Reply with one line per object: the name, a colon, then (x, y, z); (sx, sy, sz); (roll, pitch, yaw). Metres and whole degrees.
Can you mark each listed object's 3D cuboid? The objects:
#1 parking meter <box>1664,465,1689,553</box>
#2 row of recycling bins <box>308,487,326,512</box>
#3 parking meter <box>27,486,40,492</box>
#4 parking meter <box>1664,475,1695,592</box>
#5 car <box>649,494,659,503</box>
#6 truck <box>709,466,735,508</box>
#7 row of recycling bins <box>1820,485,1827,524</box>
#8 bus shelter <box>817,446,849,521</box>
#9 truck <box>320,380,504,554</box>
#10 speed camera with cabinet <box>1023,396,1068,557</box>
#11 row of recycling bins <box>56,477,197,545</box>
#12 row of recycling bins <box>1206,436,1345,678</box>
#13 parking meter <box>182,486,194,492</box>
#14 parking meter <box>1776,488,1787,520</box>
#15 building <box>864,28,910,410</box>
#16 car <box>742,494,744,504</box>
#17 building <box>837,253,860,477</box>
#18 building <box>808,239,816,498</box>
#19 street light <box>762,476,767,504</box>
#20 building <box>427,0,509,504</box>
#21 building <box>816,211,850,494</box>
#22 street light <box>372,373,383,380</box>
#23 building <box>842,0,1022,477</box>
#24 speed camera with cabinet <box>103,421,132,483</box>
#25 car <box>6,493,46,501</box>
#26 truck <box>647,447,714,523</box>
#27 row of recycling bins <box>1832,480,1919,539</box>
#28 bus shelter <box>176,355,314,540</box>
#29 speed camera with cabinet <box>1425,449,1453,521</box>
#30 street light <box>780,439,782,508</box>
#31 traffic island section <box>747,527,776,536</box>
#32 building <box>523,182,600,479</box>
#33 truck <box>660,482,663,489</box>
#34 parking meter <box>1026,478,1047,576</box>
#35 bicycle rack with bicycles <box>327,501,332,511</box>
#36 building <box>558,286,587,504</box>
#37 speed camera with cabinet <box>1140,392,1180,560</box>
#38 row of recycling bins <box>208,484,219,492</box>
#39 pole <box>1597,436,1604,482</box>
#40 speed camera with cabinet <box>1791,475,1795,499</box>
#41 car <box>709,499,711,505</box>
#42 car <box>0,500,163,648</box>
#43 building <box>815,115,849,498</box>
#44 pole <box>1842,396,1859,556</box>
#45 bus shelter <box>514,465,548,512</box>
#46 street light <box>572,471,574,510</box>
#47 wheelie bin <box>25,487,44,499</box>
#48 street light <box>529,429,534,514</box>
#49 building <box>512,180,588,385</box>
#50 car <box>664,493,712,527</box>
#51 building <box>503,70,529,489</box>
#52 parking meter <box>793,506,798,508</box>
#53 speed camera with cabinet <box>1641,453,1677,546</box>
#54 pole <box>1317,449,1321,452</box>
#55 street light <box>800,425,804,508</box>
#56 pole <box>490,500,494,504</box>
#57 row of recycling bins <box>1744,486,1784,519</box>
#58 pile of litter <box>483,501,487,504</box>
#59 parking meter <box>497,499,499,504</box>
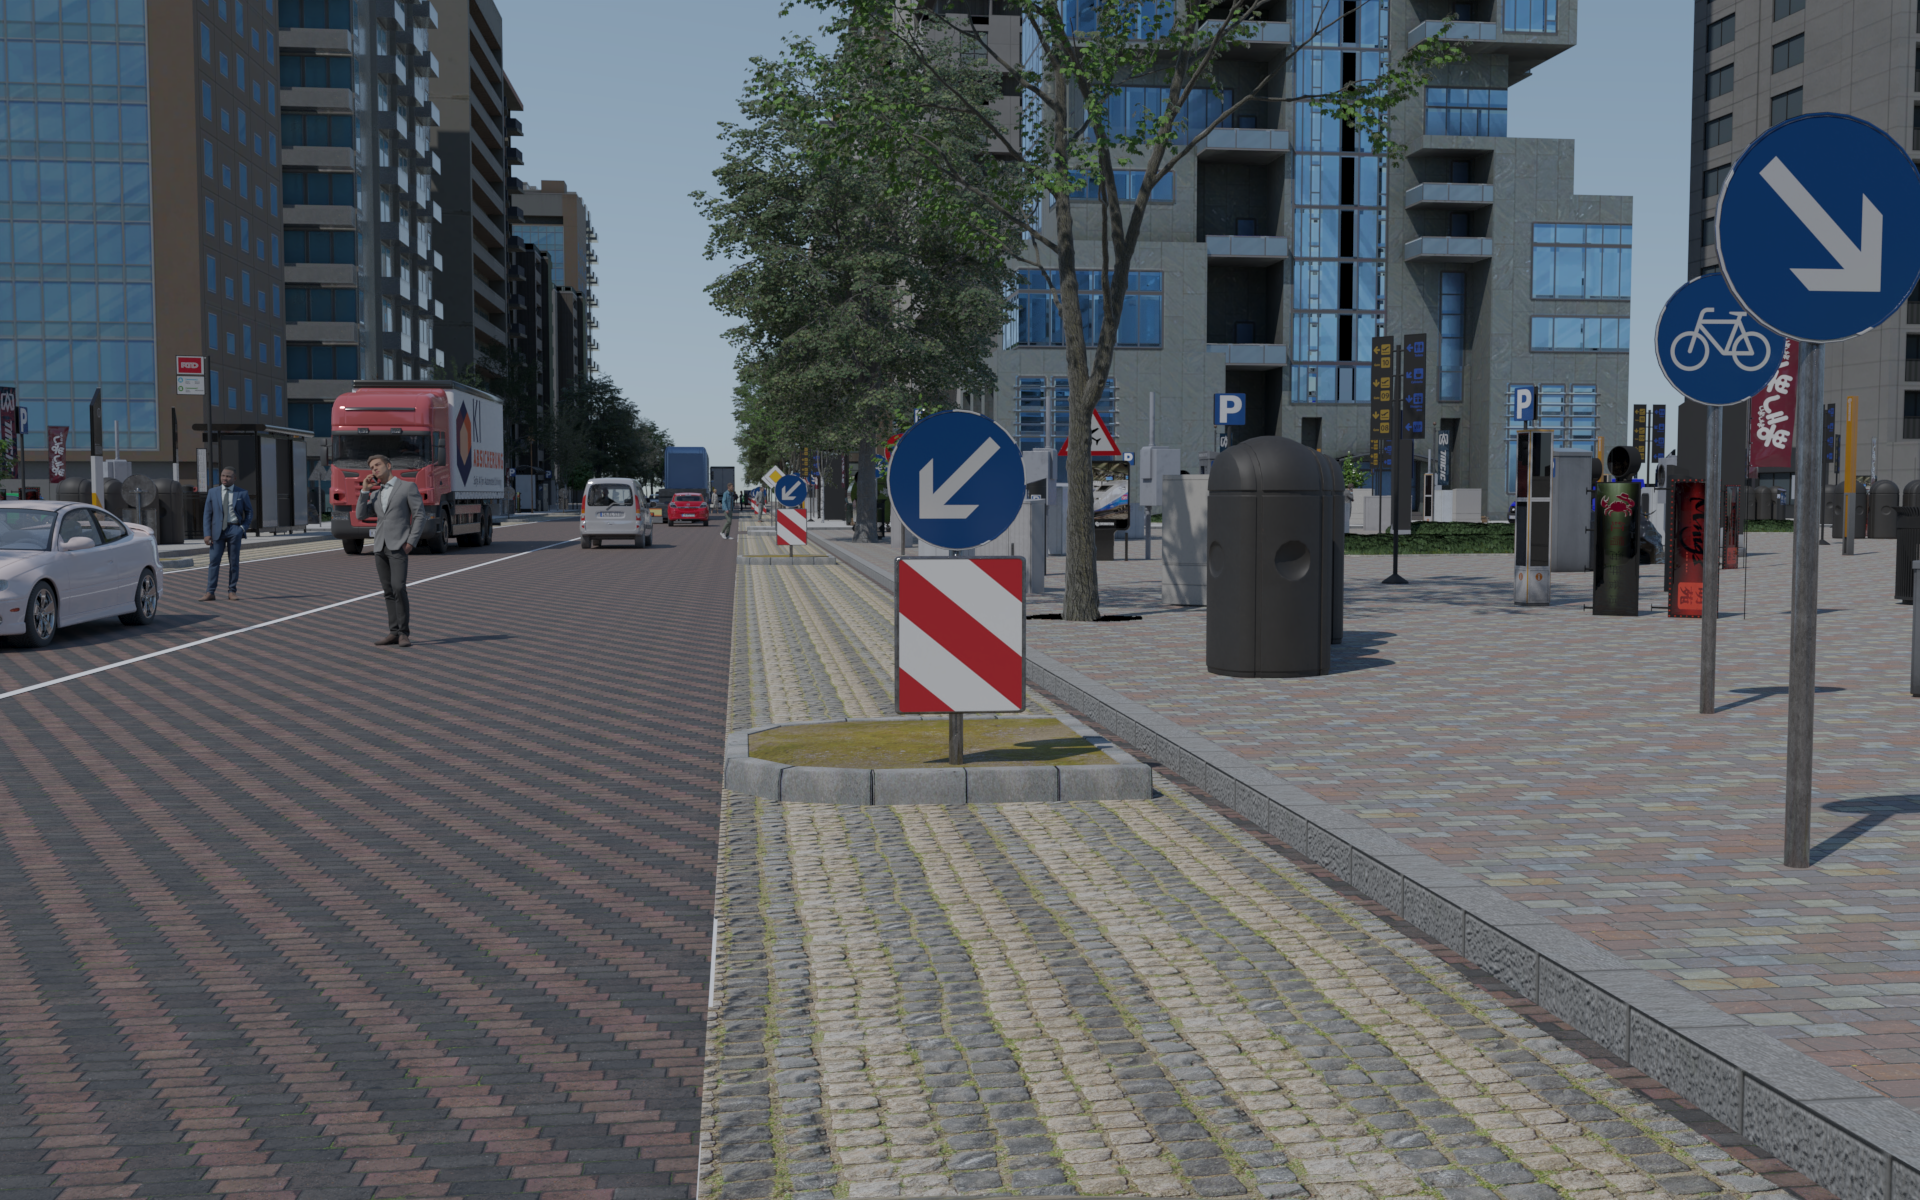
parking meter: (14.234, -1.752, 34.364); (0.399, 1.863, 0.255); (0, 4, -8)
row of recycling bins: (-38.035, -5.712, 100.504); (3.534, 1.692, 1.069); (3, 4, 37)
parking meter: (-30.797, -3.010, 57.620); (0.372, 1.533, 0.369); (0, 3, 0)
parking meter: (9.446, -0.874, 22.707); (0.372, 1.533, 0.369); (0, 3, 0)
car: (-28.509, -9.212, 162.624); (2.014, 1.417, 4.499); (-1, 4, -8)
truck: (-24.693, -11.670, 179.713); (2.839, 4.237, 11.283); (-1, 4, -8)
row of recycling bins: (37.956, -4.120, 74.474); (3.534, 1.692, 1.069); (-3, 4, -38)
bus shelter: (-6.431, -5.772, 85.653); (1.731, 3.624, 6.357); (0, 4, -7)
truck: (-13.909, -3.421, 44.843); (2.839, 4.237, 11.283); (0, 4, -6)
speed camera with cabinet: (1.828, -2.542, 35.892); (0.660, 3.252, 2.038); (1, 4, 18)
row of recycling bins: (-20.778, -2.198, 43.051); (1.069, 1.692, 3.534); (1, 4, 21)
row of recycling bins: (2.500, -0.402, 13.690); (1.069, 1.692, 3.534); (1, 4, 15)
parking meter: (-24.757, -2.882, 55.536); (0.372, 1.533, 0.369); (0, 3, 0)
parking meter: (36.025, -4.131, 75.957); (0.372, 1.533, 0.369); (0, 3, 0)
building: (-1.601, -31.407, 163.621); (14.600, 45.320, 14.200); (0, 4, -7)
car: (-29.377, -14.153, 240.191); (1.959, 1.807, 4.718); (0, 4, -6)
building: (-7.641, -26.515, 205.214); (14.160, 30.474, 14.107); (0, 4, -7)
building: (-18.636, -39.443, 295.000); (14.600, 45.320, 14.200); (0, 4, -7)
street light: (-28.826, -17.138, 252.989); (0.468, 5.910, 1.993); (0, 4, -7)
building: (-51.404, -32.130, 149.030); (21.300, 48.544, 21.600); (0, 4, -7)
building: (-14.005, -34.820, 252.908); (14.154, 41.232, 14.086); (0, 4, -7)
street light: (-22.263, -5.722, 66.335); (0.468, 5.910, 1.993); (0, 4, -7)
building: (2.481, -36.431, 184.884); (28.713, 52.752, 27.495); (0, 4, -7)
speed camera with cabinet: (-22.441, -3.242, 47.344); (0.660, 3.252, 2.038); (2, 4, 35)
car: (-33.181, -3.203, 61.158); (4.718, 1.807, 1.959); (0, 4, -7)
truck: (-14.985, -6.279, 92.419); (2.967, 4.110, 18.799); (0, 4, -5)
row of recycling bins: (26.908, -2.593, 49.508); (3.534, 1.692, 1.069); (1, 4, 10)
bus shelter: (-21.899, -4.605, 52.917); (2.179, 5.291, 8.768); (0, 4, -7)
speed camera with cabinet: (20.993, -4.987, 75.873); (0.660, 3.252, 2.038); (0, 4, -6)
street light: (-14.674, -10.350, 142.009); (0.468, 5.910, 1.993); (0, 4, -7)
traffic island section: (-6.374, -2.318, 60.175); (2.009, 0.180, 2.903); (0, 4, -7)
building: (-68.422, -39.883, 271.692); (23.786, 49.044, 30.456); (0, 4, -7)
truck: (-33.724, -12.840, 205.852); (3.469, 3.379, 9.791); (0, 4, -8)
parking meter: (1.172, -1.149, 27.202); (0.372, 1.533, 0.369); (0, 3, 0)
bicycle rack with bicycles: (-30.696, -4.515, 87.209); (2.852, 0.926, 2.925); (-2, 4, -24)
building: (-58.684, -28.429, 236.507); (14.160, 30.474, 14.107); (0, 4, -7)
speed camera with cabinet: (4.158, -2.369, 33.068); (0.660, 3.252, 2.038); (-1, 4, -22)
row of recycling bins: (-31.903, -3.978, 72.160); (3.534, 1.692, 1.069); (1, 4, 22)
pole: (22.706, -4.133, 61.422); (0.158, 3.312, 0.155); (0, 3, 0)
speed camera with cabinet: (39.412, -5.281, 80.679); (2.038, 3.252, 0.660); (-3, 5, -44)
car: (-29.981, -12.048, 206.567); (1.945, 1.707, 3.694); (0, 4, -7)
car: (-9.646, -0.316, 17.536); (2.083, 1.381, 4.827); (0, 4, -7)
building: (-12.416, -44.762, 273.858); (21.231, 58.520, 28.212); (0, 4, -7)
pole: (18.569, -2.586, 36.118); (0.158, 3.312, 0.155); (0, 3, 0)
bus shelter: (-30.763, -7.937, 123.698); (2.014, 3.302, 5.546); (0, 4, -7)
street light: (-31.871, -10.378, 142.473); (0.468, 5.910, 1.993); (0, 4, -7)
wheelie bin: (-39.296, -3.999, 73.296); (0.980, 1.594, 0.693); (-1, 4, -20)
street light: (-28.246, -8.651, 114.232); (0.468, 5.910, 1.993); (0, 4, -7)
building: (-61.465, -36.704, 250.220); (14.600, 45.320, 14.200); (0, 4, -7)
car: (-12.197, -4.201, 77.733); (2.155, 1.783, 4.494); (-1, 4, -9)
building: (-55.803, -31.767, 174.018); (22.147, 44.769, 28.867); (0, 4, -7)
parking meter: (-9.741, -5.877, 101.805); (0.255, 1.863, 0.399); (2, 4, 35)
speed camera with cabinet: (17.198, -2.933, 42.284); (0.660, 3.252, 2.038); (0, 4, 6)
pole: (16.217, -5.167, 78.324); (0.158, 3.312, 0.155); (0, 3, 0)
street light: (-8.604, -7.386, 93.540); (0.468, 5.910, 1.993); (0, 4, -7)
pole: (-30.868, -7.357, 114.131); (0.158, 3.312, 0.155); (0, 3, 0)
row of recycling bins: (39.750, -4.870, 86.732); (3.534, 1.692, 1.069); (-1, 4, -15)
pile of litter: (-28.818, -5.579, 105.183); (1.719, 0.858, 1.176); (2, 4, 26)
parking meter: (-29.017, -6.333, 109.259); (0.399, 1.863, 0.255); (3, 5, 40)
